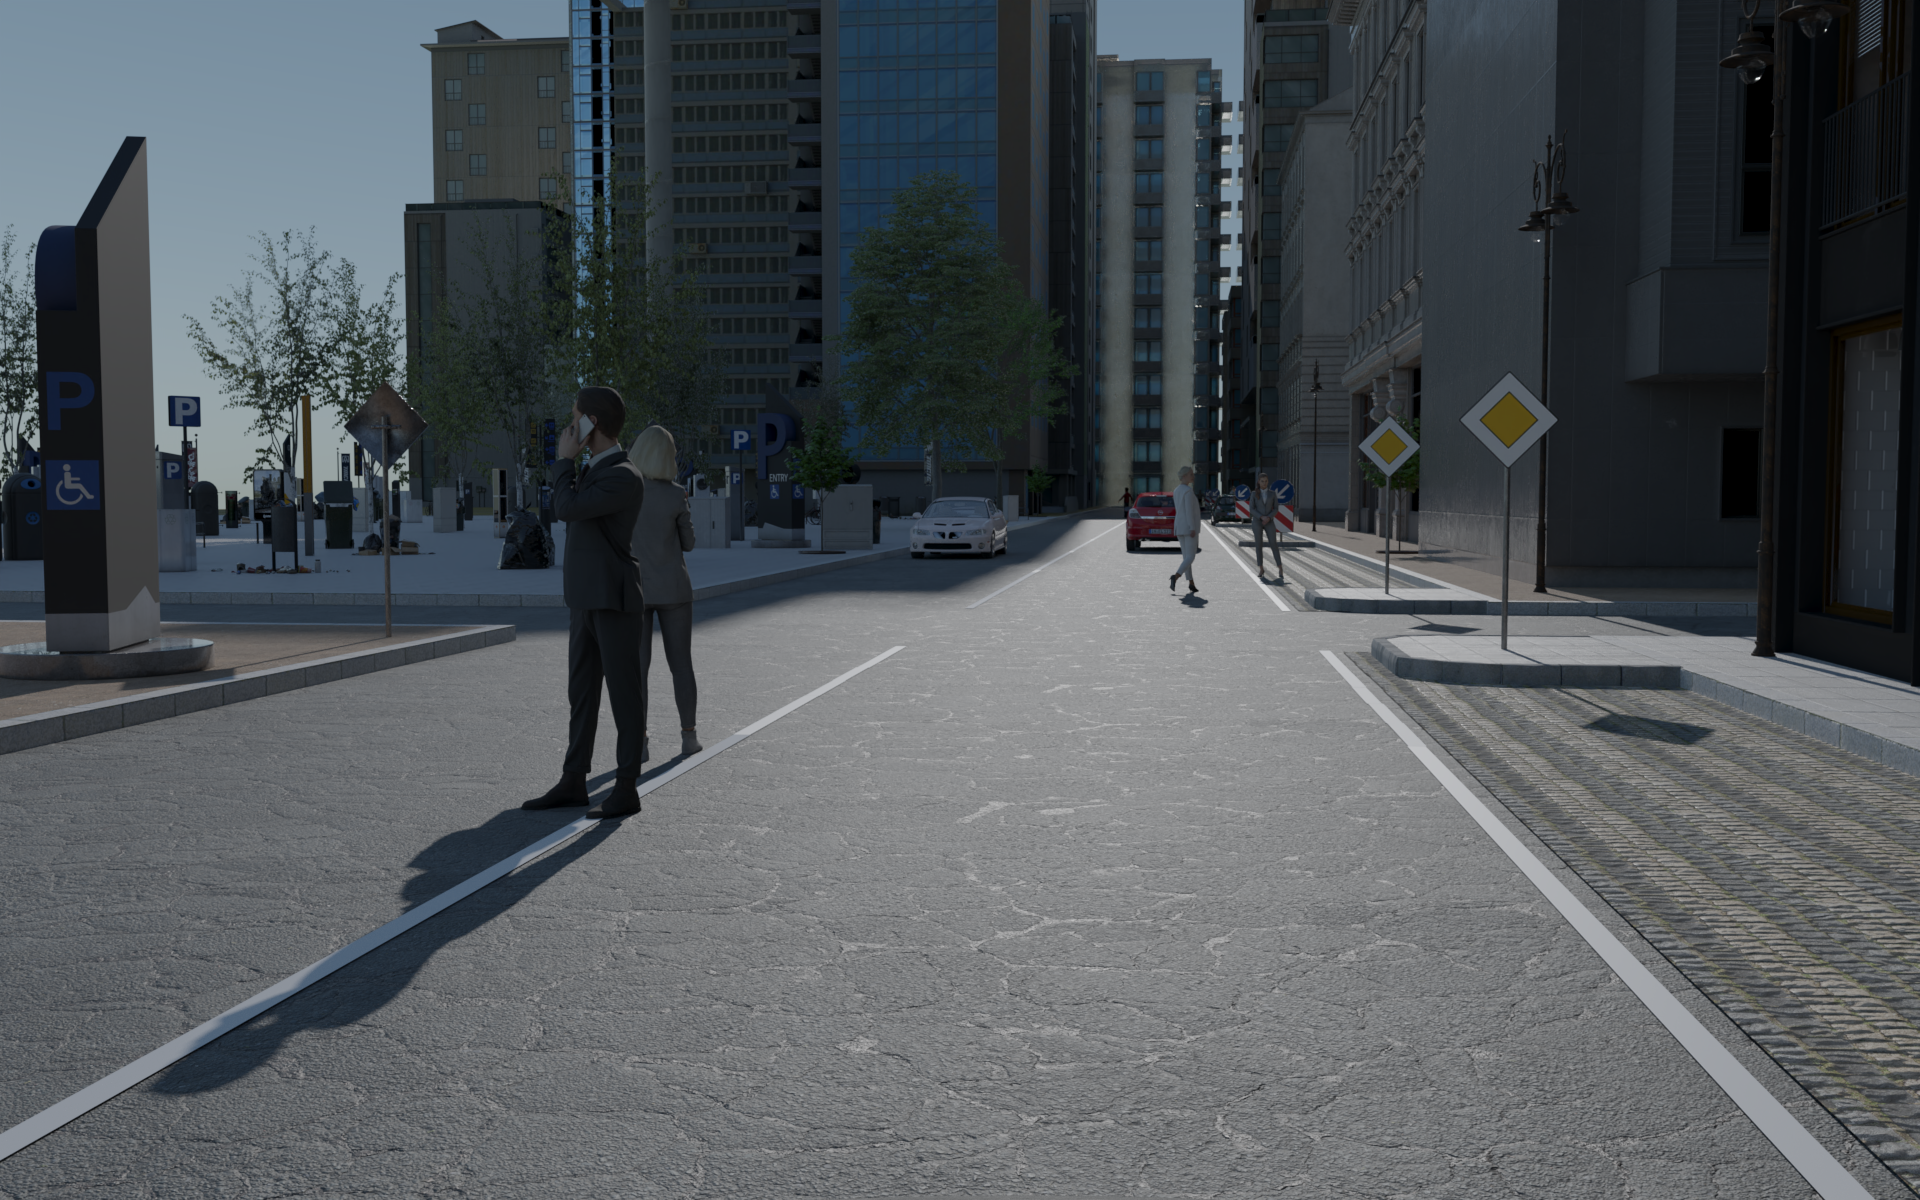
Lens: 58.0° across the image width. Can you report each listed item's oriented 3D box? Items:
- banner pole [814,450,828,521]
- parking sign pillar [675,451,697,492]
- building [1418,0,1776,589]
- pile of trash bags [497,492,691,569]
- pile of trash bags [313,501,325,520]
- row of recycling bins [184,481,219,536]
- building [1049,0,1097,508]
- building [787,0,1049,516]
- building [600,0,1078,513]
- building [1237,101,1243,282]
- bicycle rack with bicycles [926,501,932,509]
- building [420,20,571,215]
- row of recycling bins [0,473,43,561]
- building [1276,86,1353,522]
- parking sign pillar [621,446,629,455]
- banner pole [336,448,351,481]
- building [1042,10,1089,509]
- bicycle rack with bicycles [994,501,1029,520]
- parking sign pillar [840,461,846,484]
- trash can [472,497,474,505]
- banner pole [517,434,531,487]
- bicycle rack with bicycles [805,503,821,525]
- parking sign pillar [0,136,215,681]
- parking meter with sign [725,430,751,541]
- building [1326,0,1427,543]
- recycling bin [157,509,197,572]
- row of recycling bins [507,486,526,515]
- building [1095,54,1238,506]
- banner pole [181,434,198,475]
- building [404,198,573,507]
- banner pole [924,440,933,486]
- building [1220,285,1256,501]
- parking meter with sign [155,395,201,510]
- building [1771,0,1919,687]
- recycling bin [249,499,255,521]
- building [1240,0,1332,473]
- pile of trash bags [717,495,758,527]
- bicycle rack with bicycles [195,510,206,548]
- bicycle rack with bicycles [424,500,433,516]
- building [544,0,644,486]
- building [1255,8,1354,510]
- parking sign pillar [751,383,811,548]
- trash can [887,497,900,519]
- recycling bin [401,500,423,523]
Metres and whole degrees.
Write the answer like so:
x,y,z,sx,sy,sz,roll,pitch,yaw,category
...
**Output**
x,y,z,sx,sy,sz,roll,pitch,yaw,category
-6.598,-5.694,83.109,0.863,3.779,0.401,-3,4,-36,banner pole
-14.642,-6.325,91.882,1.447,3.967,1.447,0,4,-2,parking sign pillar
23.468,-12.688,26.519,30.058,24.678,14.314,0,4,7,building
-6.343,-1.241,30.042,3.447,1.369,1.912,1,4,9,pile of trash bags
-32.045,-4.713,86.818,1.912,1.369,3.447,1,4,10,pile of trash bags
-24.593,-2.817,53.179,3.534,1.692,1.069,0,4,-5,row of recycling bins
2.226,-44.380,163.868,20.611,71.187,20.563,0,4,7,building
-1.993,-27.845,105.383,14.600,45.320,14.200,0,4,7,building
-7.836,-26.535,125.727,32.217,40.220,23.993,0,4,7,building
45.297,-34.748,187.744,30.456,49.044,23.786,0,4,7,building
-0.634,-4.724,90.626,2.852,0.926,2.925,0,4,5,bicycle rack with bicycles
-42.945,-37.425,201.129,27.495,52.752,28.713,0,4,7,building
-17.819,-1.638,33.899,1.069,1.692,3.534,3,5,45,row of recycling bins
21.248,-14.543,86.923,9.793,20.994,18.267,0,4,7,building
-14.760,-5.279,74.790,1.447,3.967,1.447,-2,4,-31,parking sign pillar
-33.308,-6.329,93.493,0.863,3.779,0.401,-2,4,-25,banner pole
3.243,-28.127,143.475,14.154,41.232,14.086,0,4,7,building
2.194,-4.420,85.656,2.852,0.926,2.925,-1,4,-14,bicycle rack with bicycles
-6.707,-6.477,94.374,1.447,3.967,1.447,-1,4,-14,parking sign pillar
-25.226,-4.706,88.600,0.748,1.137,0.748,0,3,0,trash can
-18.294,-5.051,72.605,0.863,3.779,0.401,2,4,27,banner pole
-5.572,-3.604,72.315,2.925,0.926,2.852,0,4,6,bicycle rack with bicycles
-6.214,-1.469,12.498,1.447,3.967,1.447,-1,4,-10,parking sign pillar
-6.182,-3.151,47.773,0.543,3.016,1.738,-1,4,-17,parking meter with sign
17.628,-12.650,57.745,10.553,20.767,40.483,0,4,7,building
-13.129,-0.988,28.700,0.722,1.027,0.722,0,4,-8,recycling bin
-22.505,-4.877,86.859,1.069,1.692,3.534,-2,4,-23,row of recycling bins
14.471,-35.005,191.933,30.456,49.044,23.786,0,4,7,building
-31.761,-4.990,71.605,0.401,3.779,0.863,3,5,42,banner pole
-45.877,-24.564,173.322,14.107,30.474,14.160,0,4,7,building
-1.110,-4.809,68.649,0.863,3.779,0.401,3,4,38,banner pole
37.909,-19.034,156.240,27.650,21.520,28.899,0,4,7,building
-14.382,-2.148,31.373,1.738,3.016,0.543,3,5,42,parking meter with sign
11.740,-10.718,4.916,12.332,23.373,15.834,0,4,7,building
-33.493,-4.302,82.886,0.722,1.027,0.722,1,4,18,recycling bin
34.734,-32.879,126.805,28.713,52.752,27.495,0,4,7,building
-9.538,-3.612,68.814,3.447,1.369,1.912,0,4,6,pile of trash bags
-18.767,-1.633,40.077,2.852,0.926,2.925,-1,4,-13,bicycle rack with bicycles
-30.536,-5.226,98.819,2.852,0.926,2.925,-1,4,-17,bicycle rack with bicycles
-23.796,-52.149,165.302,31.000,86.520,22.319,0,4,7,building
25.354,-20.486,106.651,14.160,30.474,14.107,0,4,7,building
-4.292,-3.243,41.487,1.447,3.967,1.447,-3,5,-45,parking sign pillar
-3.482,-4.859,91.094,0.748,1.137,0.748,0,3,0,trash can
-24.475,-3.961,77.318,0.722,1.027,0.722,-3,5,-39,recycling bin
